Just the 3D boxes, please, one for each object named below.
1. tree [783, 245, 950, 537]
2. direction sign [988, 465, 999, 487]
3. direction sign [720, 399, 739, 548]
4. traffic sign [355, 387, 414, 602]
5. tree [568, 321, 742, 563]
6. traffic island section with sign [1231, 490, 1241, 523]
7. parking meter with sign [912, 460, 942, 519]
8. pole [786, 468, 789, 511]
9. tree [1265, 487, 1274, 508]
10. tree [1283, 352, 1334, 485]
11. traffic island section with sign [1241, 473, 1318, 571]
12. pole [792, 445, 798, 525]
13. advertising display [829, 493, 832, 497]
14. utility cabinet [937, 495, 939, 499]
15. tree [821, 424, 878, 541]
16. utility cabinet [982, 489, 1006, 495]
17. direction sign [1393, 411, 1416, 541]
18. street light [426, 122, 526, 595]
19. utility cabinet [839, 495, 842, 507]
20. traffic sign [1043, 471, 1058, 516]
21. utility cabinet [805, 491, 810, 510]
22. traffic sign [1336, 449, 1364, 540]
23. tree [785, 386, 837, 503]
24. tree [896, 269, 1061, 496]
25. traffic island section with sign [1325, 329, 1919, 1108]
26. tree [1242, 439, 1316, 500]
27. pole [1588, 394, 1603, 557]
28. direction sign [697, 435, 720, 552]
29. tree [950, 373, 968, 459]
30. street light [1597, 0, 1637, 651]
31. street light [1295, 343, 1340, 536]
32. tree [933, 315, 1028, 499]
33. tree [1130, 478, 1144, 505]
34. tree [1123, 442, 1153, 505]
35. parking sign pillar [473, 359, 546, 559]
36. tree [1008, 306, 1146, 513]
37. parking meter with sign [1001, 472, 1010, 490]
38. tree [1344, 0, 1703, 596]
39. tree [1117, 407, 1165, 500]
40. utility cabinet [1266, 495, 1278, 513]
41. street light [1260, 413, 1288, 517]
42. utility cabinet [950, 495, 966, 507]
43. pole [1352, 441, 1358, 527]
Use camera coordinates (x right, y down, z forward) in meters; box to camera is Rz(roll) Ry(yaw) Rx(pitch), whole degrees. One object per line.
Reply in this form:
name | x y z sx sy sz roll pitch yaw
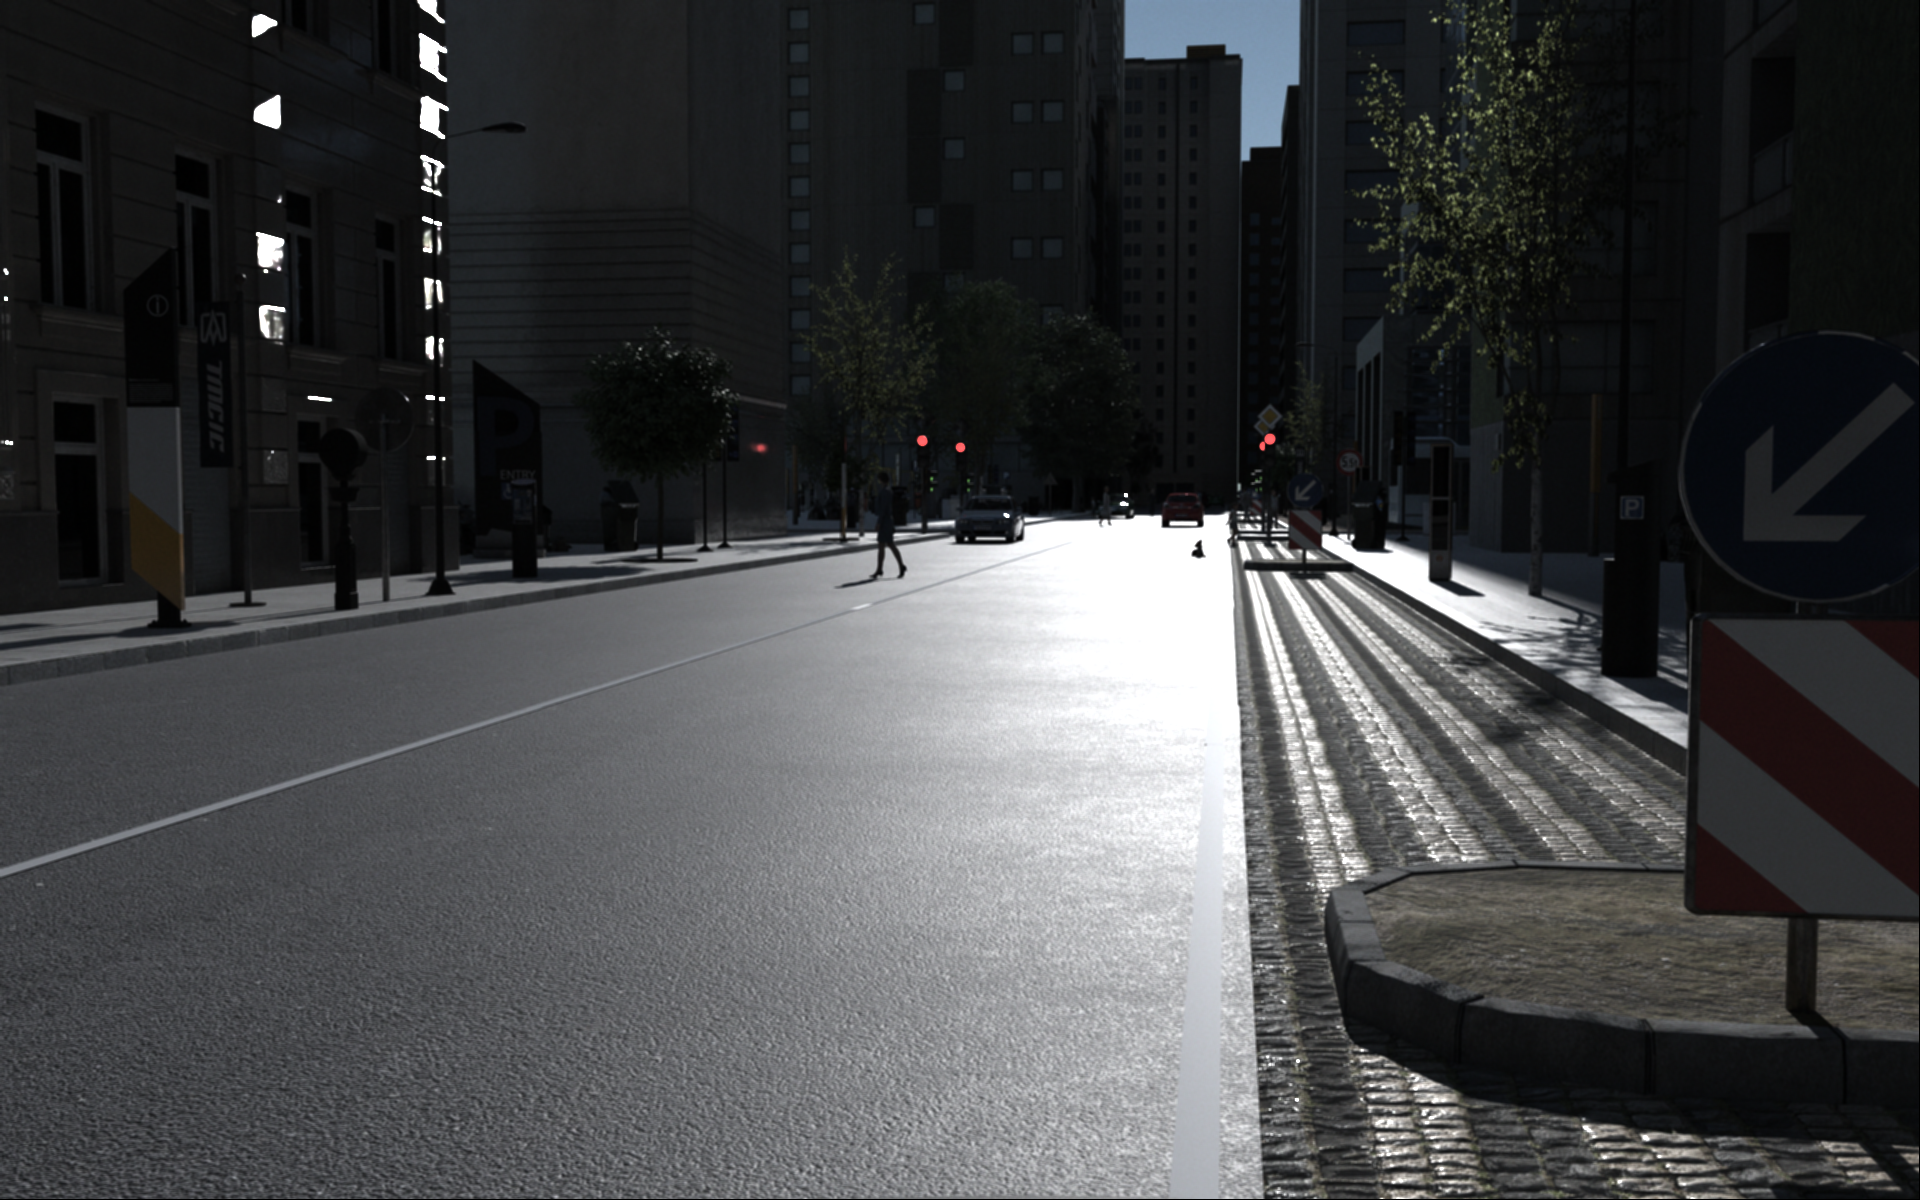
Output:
tree | -2.734 -6.224 52.118 4.360 8.622 3.978 0 3 0
direction sign | 2.594 -8.744 134.959 0.876 3.537 0.379 2 4 23
direction sign | -5.602 -3.009 41.188 0.379 3.537 0.876 3 5 43
traffic sign | -6.861 -1.256 20.634 0.768 2.556 0.104 1 4 12
tree | -5.781 -3.006 32.862 4.285 4.588 4.351 0 3 0
traffic island section with sign | 14.632 -4.748 86.261 1.989 1.847 2.006 1 4 9
parking meter with sign | -1.565 -5.693 89.347 1.738 3.016 0.543 1 4 19
pole | -13.434 -8.622 134.820 0.158 3.312 0.155 0 3 0
tree | 29.244 -10.378 164.286 1.663 3.219 1.824 0 3 0
tree | 18.735 -8.595 90.896 4.360 8.622 3.978 0 3 0
traffic island section with sign | 6.413 -1.485 32.910 1.989 1.847 2.006 1 4 9
pole | -6.882 -4.797 72.269 0.158 3.312 0.155 0 3 0
advertising display | -9.232 -7.216 123.190 0.123 1.923 0.974 -1 4 -8
utility cabinet | -2.145 -7.556 134.704 1.020 1.237 0.306 0 4 5
tree | -3.327 -3.253 47.782 1.663 3.219 1.824 0 3 0
utility cabinet | 1.440 -4.460 81.599 1.173 1.500 0.318 2 4 25
direction sign | 12.164 -3.392 47.460 0.876 3.537 0.379 -3 4 -36
street light | -6.105 -3.017 21.868 1.470 5.913 1.316 1 4 9
utility cabinet | -8.406 -6.815 122.581 0.306 1.237 1.020 0 4 -5
traffic sign | 5.192 -6.093 99.617 0.884 2.594 0.081 1 4 13
utility cabinet | -12.057 -7.812 136.405 0.318 1.500 1.173 -1 4 -12
traffic sign | 10.915 -2.963 48.554 0.768 2.556 0.104 1 4 18
tree | -9.790 -10.126 115.914 4.737 8.622 4.395 0 3 0
tree | 0.887 -9.411 79.621 9.928 11.665 9.643 0 3 0
traffic island section with sign | 2.098 0.223 4.984 1.989 1.847 2.006 1 4 9
tree | 19.717 -7.378 104.344 4.285 4.588 4.351 0 3 0
pole | 12.977 -2.540 35.372 0.158 3.312 0.155 0 3 0
direction sign | -5.688 -2.848 38.570 0.379 3.537 0.876 -1 4 -20
tree | -1.672 -9.033 98.051 4.360 8.622 3.978 0 3 0
street light | 4.869 -2.543 14.113 1.470 5.913 1.316 1 4 9
street light | 10.982 -4.936 53.240 1.470 5.913 1.316 1 4 9
tree | 0.845 -7.430 71.844 4.737 8.622 4.395 0 3 0
tree | 20.692 -12.743 202.943 1.663 3.219 1.824 0 3 0
tree | 21.613 -15.797 208.647 4.737 8.622 4.395 0 3 0
parking sign pillar | -9.091 -2.837 34.853 1.447 3.967 1.447 -1 4 -20
tree | 7.748 -12.818 116.236 9.857 13.997 8.962 0 3 0
parking meter with sign | 3.502 -8.601 136.879 0.543 3.016 1.738 1 4 13
tree | 7.060 -4.365 21.729 4.360 8.622 3.978 0 3 0
tree | 18.595 -15.348 185.355 7.601 10.594 8.767 -2 4 -25
utility cabinet | 21.312 -6.541 118.106 0.306 1.237 1.020 -2 4 -25
street light | 17.580 -7.568 96.284 1.470 5.913 1.316 1 4 9
utility cabinet | -0.123 -6.349 114.972 1.020 1.237 0.306 0 4 8
pole | 15.242 -4.464 66.832 0.158 3.312 0.155 0 3 0
